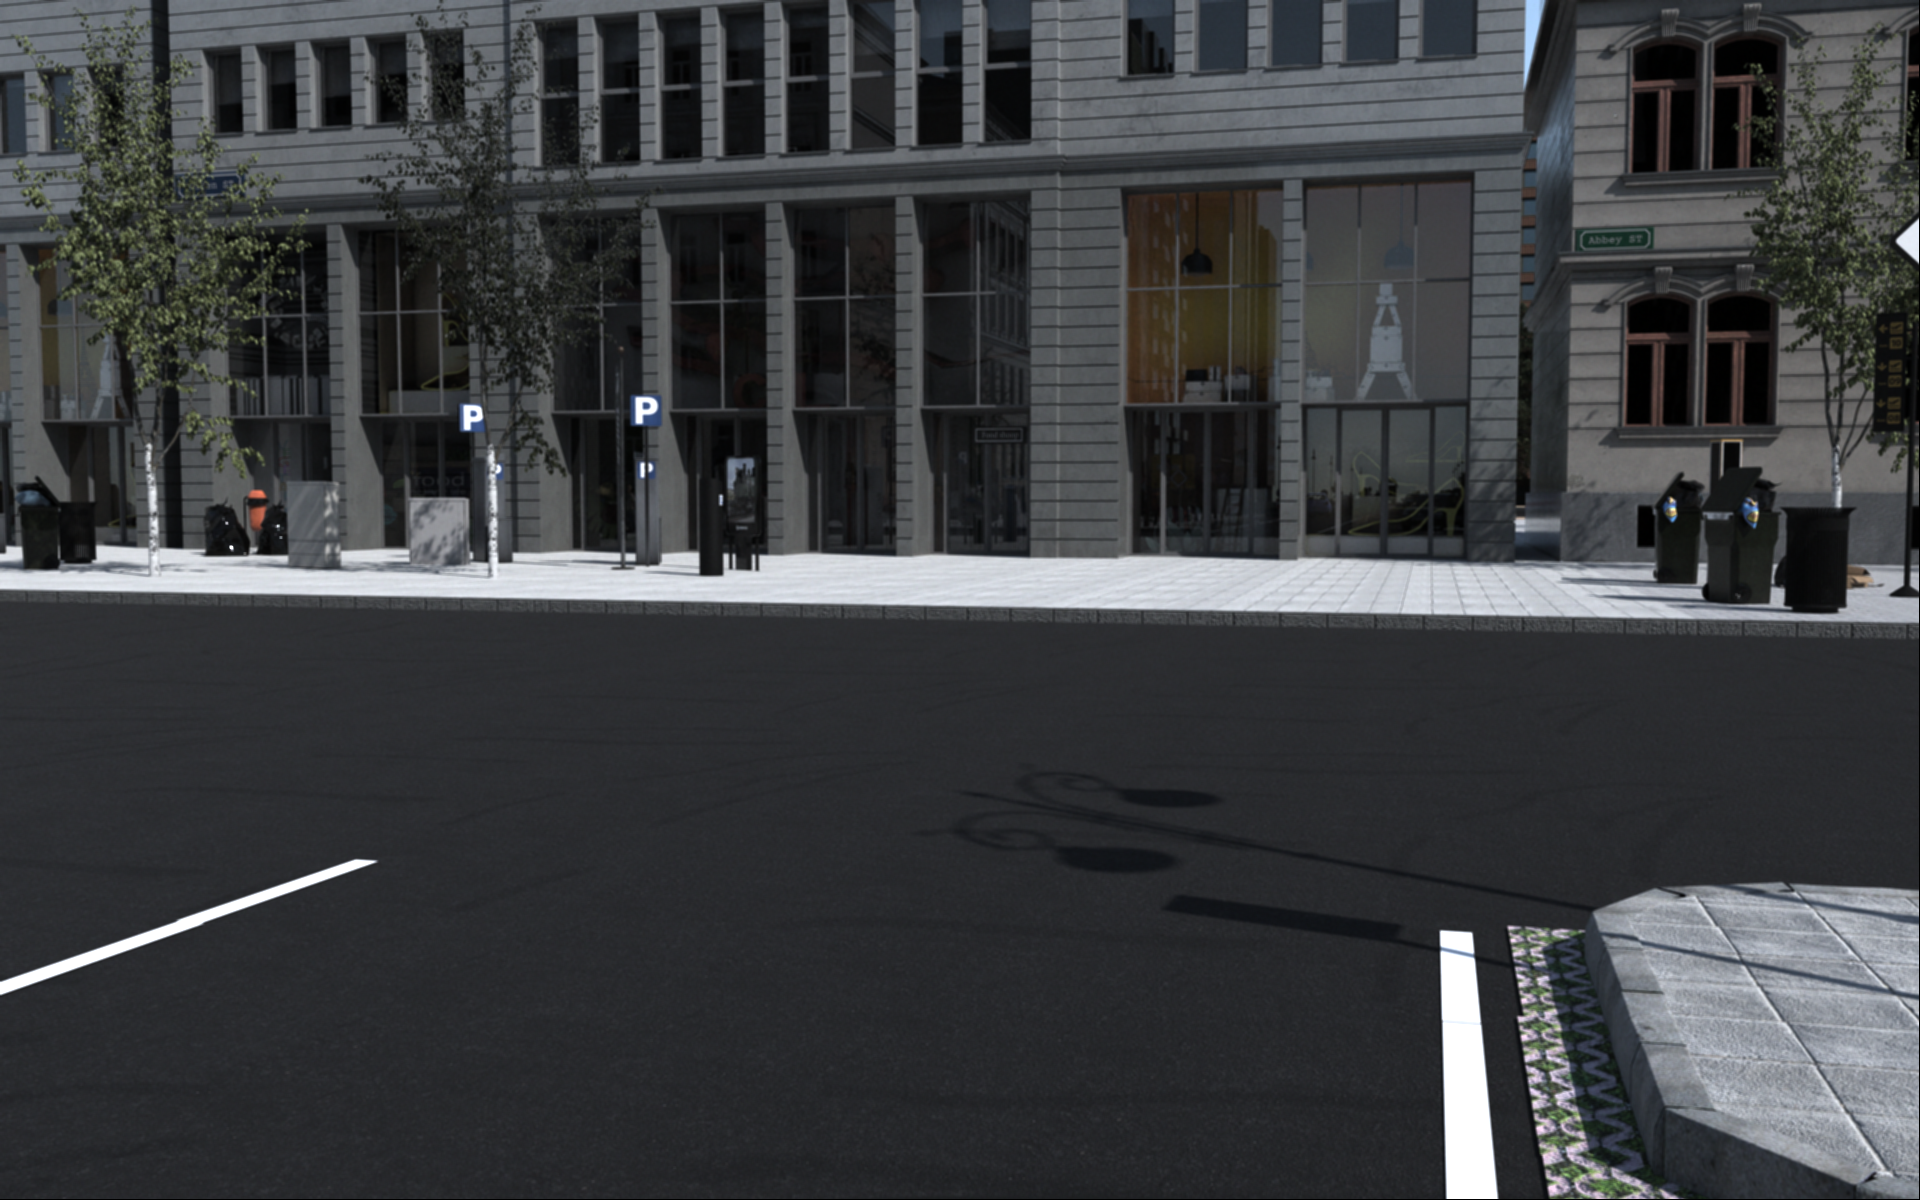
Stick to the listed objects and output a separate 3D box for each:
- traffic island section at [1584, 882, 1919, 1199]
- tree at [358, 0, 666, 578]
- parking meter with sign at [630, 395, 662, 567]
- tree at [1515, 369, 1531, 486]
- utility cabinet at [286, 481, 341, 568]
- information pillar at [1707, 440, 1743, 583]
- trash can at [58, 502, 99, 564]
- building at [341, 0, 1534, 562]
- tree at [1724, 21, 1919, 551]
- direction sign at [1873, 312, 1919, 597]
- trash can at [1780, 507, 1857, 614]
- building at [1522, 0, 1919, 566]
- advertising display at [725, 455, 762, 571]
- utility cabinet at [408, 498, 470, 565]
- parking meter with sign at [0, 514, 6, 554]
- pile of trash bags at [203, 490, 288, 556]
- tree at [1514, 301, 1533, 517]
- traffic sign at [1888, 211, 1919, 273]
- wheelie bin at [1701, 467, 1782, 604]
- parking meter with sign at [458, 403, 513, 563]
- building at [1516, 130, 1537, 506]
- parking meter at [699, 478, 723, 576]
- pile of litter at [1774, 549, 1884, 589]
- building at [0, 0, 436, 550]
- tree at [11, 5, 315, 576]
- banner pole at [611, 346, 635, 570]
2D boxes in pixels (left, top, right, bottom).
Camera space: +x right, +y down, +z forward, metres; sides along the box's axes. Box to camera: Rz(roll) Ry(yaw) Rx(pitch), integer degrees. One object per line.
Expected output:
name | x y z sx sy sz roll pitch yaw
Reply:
traffic island section | 2.653 1.105 4.215 2.009 0.180 2.903 1 4 15
tree | -6.908 -4.641 26.247 4.360 8.622 3.978 0 3 0
parking meter with sign | -5.645 -2.148 31.388 0.543 3.016 1.738 -1 4 -8
tree | 36.686 -12.412 119.942 9.611 12.733 9.660 0 3 0
utility cabinet | -11.151 -1.298 29.904 1.173 1.500 0.318 3 4 38
information pillar | 10.370 -1.162 23.495 0.304 2.012 0.304 0 4 -5
trash can | -16.321 -1.246 32.023 0.748 1.137 0.748 0 3 0
building | -2.398 -16.092 40.604 29.804 29.767 11.434 1 4 15
tree | 14.188 -4.716 27.471 4.737 8.622 4.395 0 3 0
direction sign | 11.841 -1.808 21.559 0.876 3.537 0.379 3 4 38
trash can | 9.289 -0.436 18.785 0.748 1.137 0.748 0 3 0
building | 23.681 -15.137 34.888 23.554 28.519 14.401 1 4 15
advertising display | -3.657 -1.469 29.232 0.123 1.923 0.974 -3 4 -39
utility cabinet | -9.425 -1.236 31.370 1.020 1.237 0.306 0 4 1
parking meter with sign | -21.430 -2.494 37.032 1.738 3.016 0.543 -2 4 -27
pile of trash bags | -15.260 -1.688 37.344 1.912 1.369 3.447 -1 4 -19
tree | 30.240 -10.565 94.794 6.751 12.117 7.091 0 3 0
traffic sign | 2.629 -0.031 4.144 0.795 2.450 0.064 1 4 15
wheelie bin | 9.207 -0.766 20.429 0.693 1.594 0.980 -1 4 -11
parking meter with sign | -8.945 -2.237 32.833 0.543 3.016 1.738 -2 4 -34
building | 61.950 -33.096 195.737 28.867 44.769 22.147 1 4 15
parking meter | -3.910 -1.150 27.212 0.372 1.533 0.369 0 3 0
pile of litter | 12.006 -0.606 23.872 1.719 0.858 1.176 -1 4 -9
building | -31.600 -16.617 49.183 29.804 29.767 11.434 1 4 15
tree | -12.393 -4.663 26.596 4.737 8.622 4.395 0 3 0
banner pole | -5.827 -2.425 29.674 0.401 3.779 0.863 -1 4 -20
